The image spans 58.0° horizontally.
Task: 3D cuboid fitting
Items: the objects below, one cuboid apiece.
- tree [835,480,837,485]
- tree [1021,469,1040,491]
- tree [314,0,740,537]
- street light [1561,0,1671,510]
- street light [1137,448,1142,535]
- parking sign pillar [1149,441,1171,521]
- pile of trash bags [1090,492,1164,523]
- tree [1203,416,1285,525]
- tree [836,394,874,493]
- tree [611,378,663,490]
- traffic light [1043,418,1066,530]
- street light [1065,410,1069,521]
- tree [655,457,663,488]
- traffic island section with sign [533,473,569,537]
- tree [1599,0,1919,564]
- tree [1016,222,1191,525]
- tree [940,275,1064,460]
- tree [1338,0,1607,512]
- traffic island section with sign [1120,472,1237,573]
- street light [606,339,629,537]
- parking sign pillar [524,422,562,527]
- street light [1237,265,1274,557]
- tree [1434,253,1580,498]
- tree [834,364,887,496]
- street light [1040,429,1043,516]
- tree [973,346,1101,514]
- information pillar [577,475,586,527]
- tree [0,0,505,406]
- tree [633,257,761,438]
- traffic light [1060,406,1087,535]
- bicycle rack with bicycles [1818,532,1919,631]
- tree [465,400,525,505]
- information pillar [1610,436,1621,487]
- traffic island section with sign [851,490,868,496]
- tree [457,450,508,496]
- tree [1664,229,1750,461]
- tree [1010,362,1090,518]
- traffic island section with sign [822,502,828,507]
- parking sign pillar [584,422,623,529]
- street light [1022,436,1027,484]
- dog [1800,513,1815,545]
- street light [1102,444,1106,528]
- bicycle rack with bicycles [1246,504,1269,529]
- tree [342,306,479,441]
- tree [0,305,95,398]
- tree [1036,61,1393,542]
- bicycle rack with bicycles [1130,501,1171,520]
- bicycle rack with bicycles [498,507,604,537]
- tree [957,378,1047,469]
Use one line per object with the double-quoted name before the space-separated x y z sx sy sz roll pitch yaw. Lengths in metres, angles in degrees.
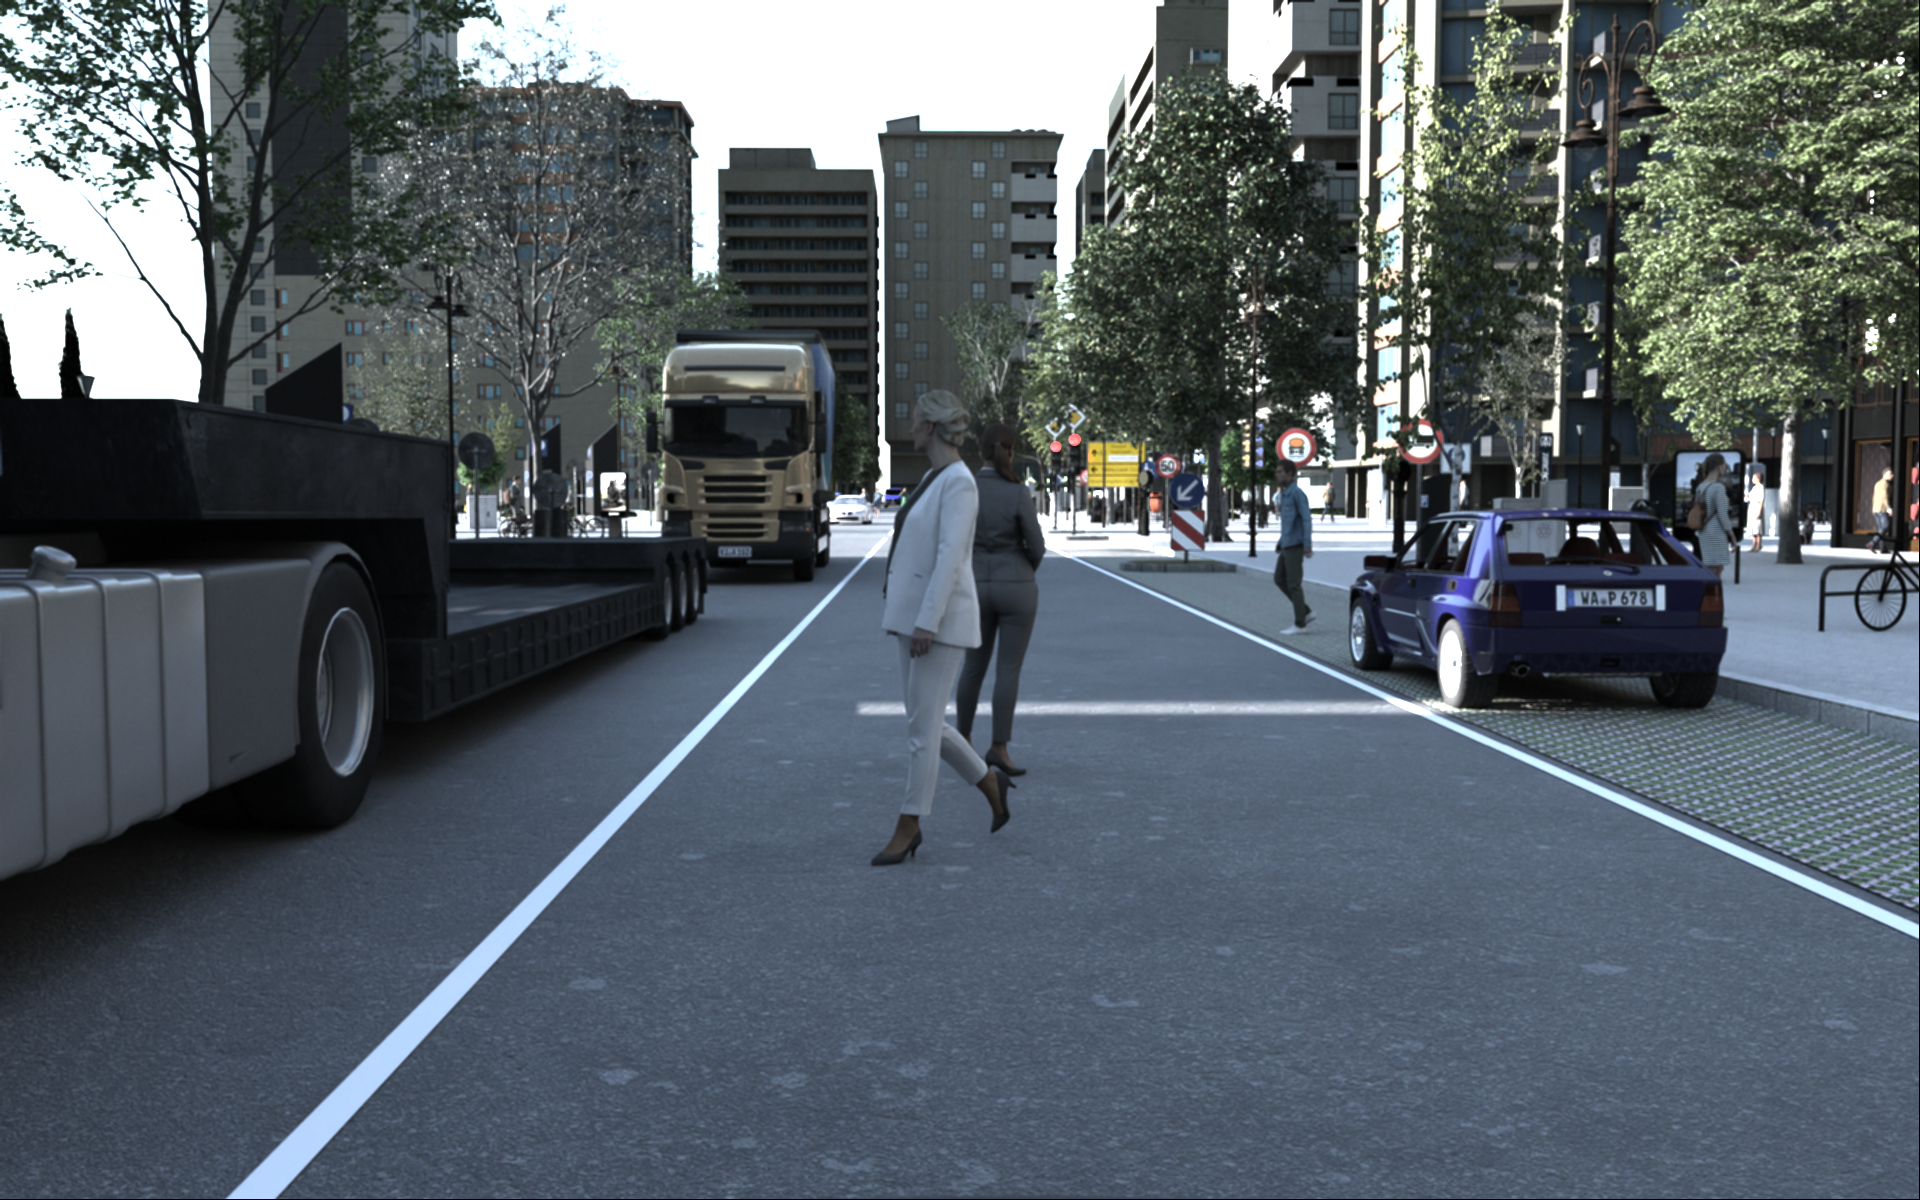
"tree" -13.475 -11.389 169.929 4.285 4.588 4.351 0 3 0
"tree" 5.497 -8.513 133.782 1.663 3.219 1.824 0 3 0
"tree" -10.555 -8.111 42.985 12.009 13.543 11.850 0 3 0
"street light" 6.311 -2.694 16.838 0.468 5.910 1.993 0 4 -1
"street light" 5.640 -4.981 54.227 0.468 5.910 1.993 0 4 -1
"parking sign pillar" 9.371 -5.741 82.330 1.447 3.967 1.447 1 4 10
"pile of trash bags" 7.417 -4.149 77.588 3.447 1.369 1.912 1 4 18
"tree" 12.802 -5.483 73.354 4.285 4.588 4.351 0 3 0
"tree" -12.551 -15.266 175.358 9.928 11.665 9.643 0 3 0
"tree" -18.940 -9.545 106.430 4.360 8.622 3.978 0 3 0
"traffic light" 3.422 -4.503 62.538 0.839 4.253 0.868 0 4 -1
"street light" 5.156 -6.744 83.047 0.468 5.910 1.993 0 4 -1
"tree" -22.011 -9.053 131.737 4.285 4.588 4.351 0 3 0
"traffic island section with sign" -7.486 -1.397 31.467 1.989 1.847 2.006 0 4 -1
"tree" 15.352 -6.913 31.150 7.486 12.596 7.792 0 3 0
"tree" 6.280 -9.490 73.291 7.486 12.596 7.792 0 3 0
"tree" 4.985 -17.918 148.844 12.611 20.169 13.585 0 3 0
"tree" 7.495 -4.616 25.841 4.737 8.622 4.395 0 3 0
"traffic island section with sign" 4.026 -1.452 32.361 1.989 1.847 2.006 0 4 -1
"street light" -10.194 -4.833 51.802 0.468 5.910 1.993 0 4 -1
"parking sign pillar" -15.619 -4.671 64.837 1.447 3.967 1.447 -3 5 -39
"street light" 5.977 -3.817 35.192 0.468 5.910 1.993 0 4 -1
"tree" 16.670 -6.219 52.047 4.360 8.622 3.978 0 3 0
"tree" -12.063 -14.056 146.825 9.611 12.733 9.660 0 3 0
"street light" 4.744 -7.851 101.149 0.468 5.910 1.993 0 4 -1
"tree" 5.319 -10.676 108.959 8.767 10.594 7.601 -1 4 -19
"information pillar" -14.883 -3.880 67.927 0.304 2.012 0.304 1 4 17
"tree" -9.765 -5.923 22.595 9.928 11.665 9.643 0 3 0
"tree" -11.949 -9.040 73.558 9.928 11.665 9.643 0 3 0
"traffic light" 3.567 -4.014 54.554 0.839 4.253 0.868 0 4 -1
"bicycle rack with bicycles" 9.455 -0.146 15.778 2.925 0.926 2.852 -2 4 -27
"tree" -35.928 -11.260 134.459 4.737 8.622 4.395 0 3 0
"information pillar" 25.155 -4.610 66.724 0.504 3.616 0.183 0 4 3
"traffic island section with sign" -9.886 -9.515 164.192 1.989 1.847 2.006 0 4 -1
"tree" -30.022 -7.642 108.660 4.285 4.588 4.351 0 3 0
"tree" 17.582 -5.725 43.972 4.737 8.622 4.395 0 3 0
"tree" 5.044 -8.769 93.735 4.737 8.622 4.395 0 3 0
"traffic island section with sign" -9.009 -6.494 114.796 1.989 1.847 2.006 0 4 -1
"parking sign pillar" -13.352 -4.658 64.637 1.447 3.967 1.447 2 4 34
"street light" 4.438 -8.958 119.254 0.468 5.910 1.993 0 4 -1
"dog" 21.496 -1.800 43.806 0.800 0.831 0.513 -3 5 -42
"street light" 5.405 -5.636 64.941 0.468 5.910 1.993 0 4 -1
"bicycle rack with bicycles" 11.752 -3.144 64.781 2.852 0.926 2.925 2 4 25
"tree" -21.082 -7.156 67.357 4.360 8.622 3.978 0 3 0
"tree" -65.703 -13.530 123.041 13.155 14.587 18.604 -2 4 -29
"tree" 6.744 -7.902 46.212 9.611 12.733 9.660 0 3 0
"bicycle rack with bicycles" 8.653 -4.374 84.904 2.852 0.926 2.925 -2 4 -29
"bicycle rack with bicycles" -11.232 -2.086 47.482 2.925 0.926 2.852 -1 4 -19
"tree" 4.152 -16.594 181.674 12.009 13.543 11.850 0 3 0
